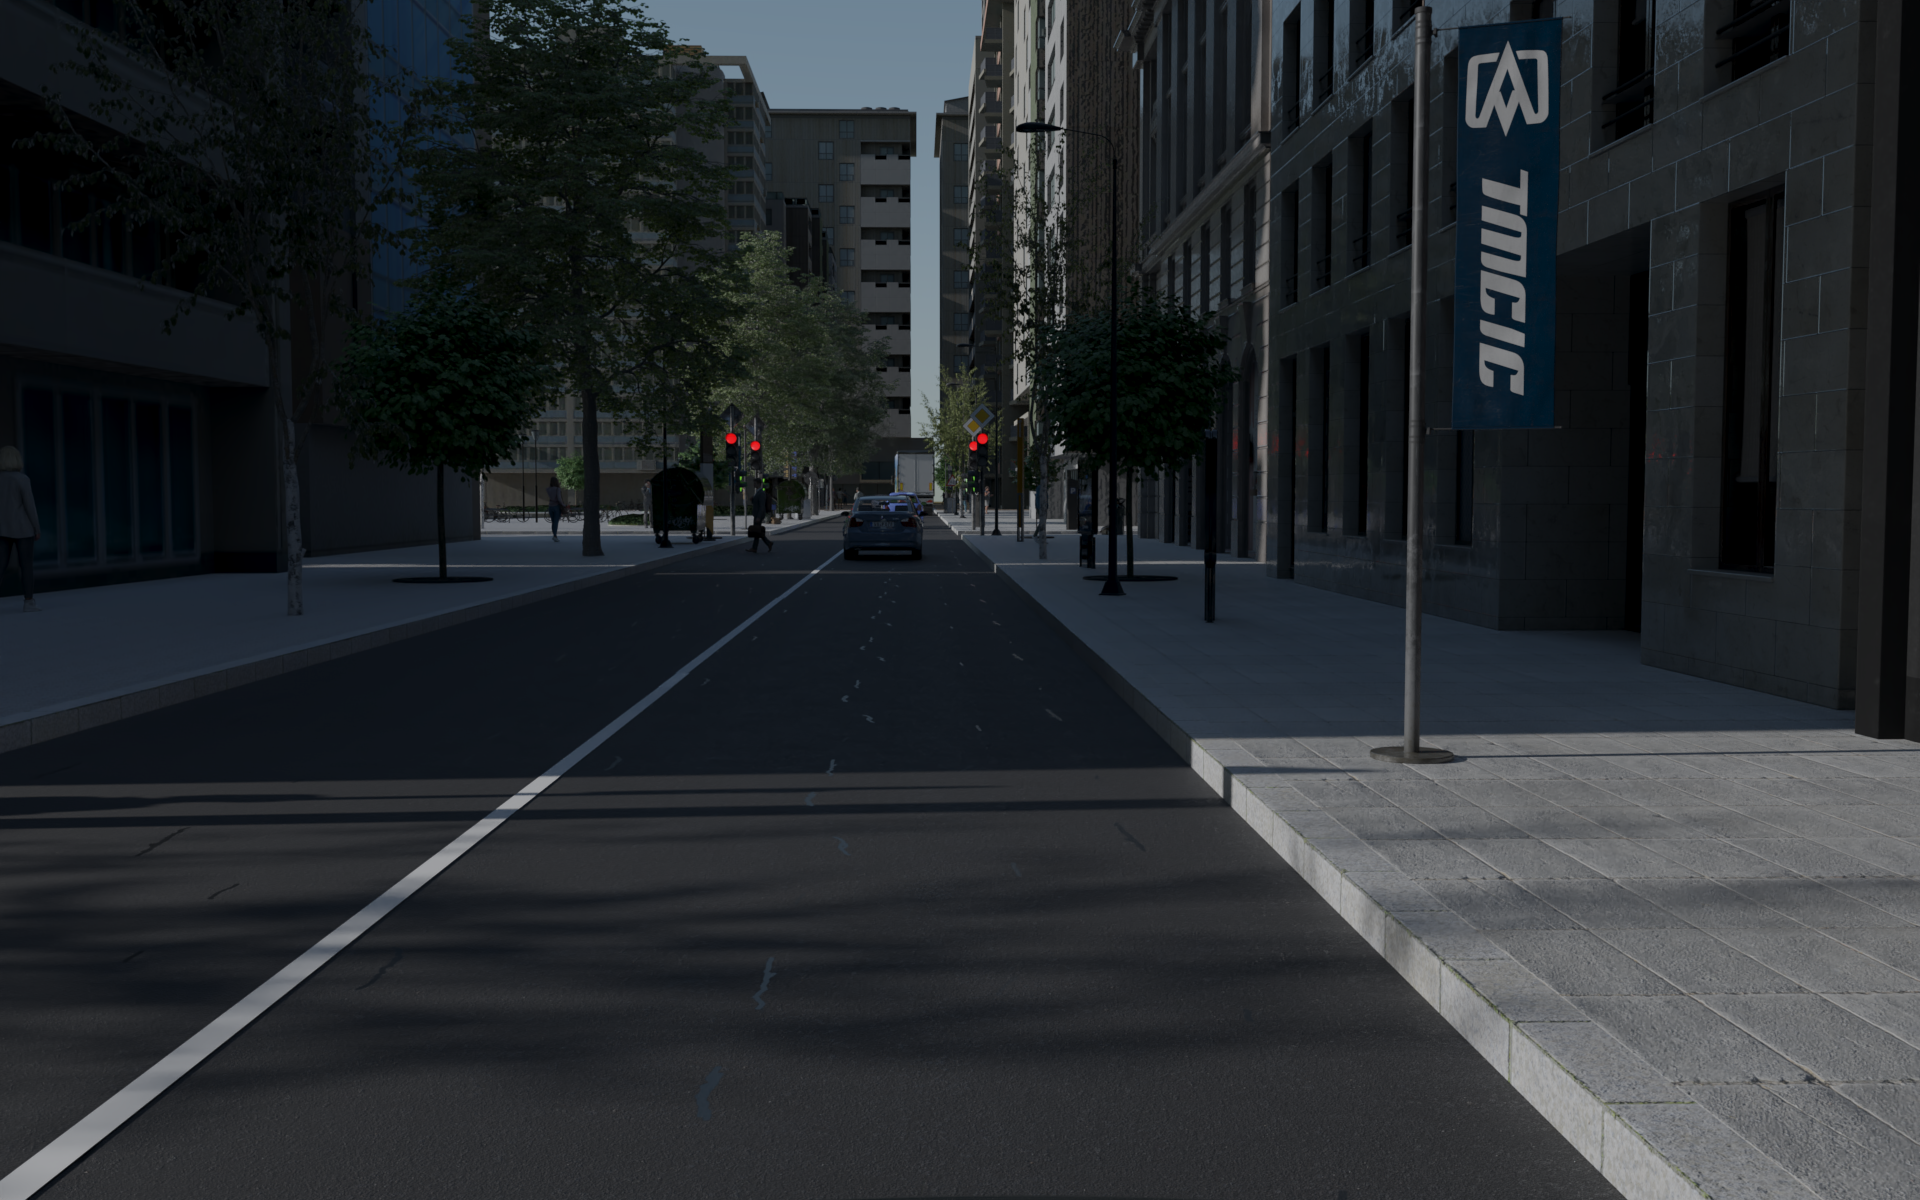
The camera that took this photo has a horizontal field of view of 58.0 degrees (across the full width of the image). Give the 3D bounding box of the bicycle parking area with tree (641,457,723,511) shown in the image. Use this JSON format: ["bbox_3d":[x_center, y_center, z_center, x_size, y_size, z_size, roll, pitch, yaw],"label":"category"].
[{"bbox_3d":[-21.821,-8.812,131.075,9.016,4.147,8.231,1,4,17],"label":"bicycle parking area with tree"}]

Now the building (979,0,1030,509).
[{"bbox_3d":[12.932,-30.445,152.408,22.147,44.769,28.867,0,4,-1],"label":"building"}]

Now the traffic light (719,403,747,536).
[{"bbox_3d":[-6.991,-3.941,53.354,0.839,4.253,0.868,0,4,-1],"label":"traffic light"}]

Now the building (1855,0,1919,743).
[{"bbox_3d":[11.139,-10.468,0.830,12.332,23.373,15.834,0,4,-1],"label":"building"}]

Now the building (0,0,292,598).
[{"bbox_3d":[-21.446,-24.033,16.639,21.300,48.544,21.600,0,4,-1],"label":"building"}]

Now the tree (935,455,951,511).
[{"bbox_3d":[-0.537,-9.059,131.828,4.285,4.588,4.351,0,3,0],"label":"tree"}]

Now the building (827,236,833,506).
[{"bbox_3d":[-21.117,-25.118,182.378,14.160,30.474,14.107,0,4,-1],"label":"building"}]

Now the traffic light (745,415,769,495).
[{"bbox_3d":[-7.192,-4.429,61.337,0.839,4.253,0.868,0,4,-1],"label":"traffic light"}]

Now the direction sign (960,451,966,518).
[{"bbox_3d":[0.159,-6.126,92.162,0.379,3.537,0.876,0,4,5],"label":"direction sign"}]

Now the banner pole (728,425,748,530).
[{"bbox_3d":[-7.969,-4.436,62.544,0.863,3.779,0.401,1,4,9],"label":"banner pole"}]

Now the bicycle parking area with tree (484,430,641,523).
[{"bbox_3d":[-19.740,-5.691,80.056,9.016,4.147,8.231,0,4,-7],"label":"bicycle parking area with tree"}]

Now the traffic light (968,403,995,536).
[{"bbox_3d":[0.668,-3.954,53.563,0.839,4.253,0.868,0,4,-1],"label":"traffic light"}]

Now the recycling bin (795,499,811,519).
[{"bbox_3d":[-8.122,-4.710,89.561,0.722,1.027,0.722,-1,4,-13],"label":"recycling bin"}]

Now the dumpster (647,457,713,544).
[{"bbox_3d":[-7.288,-2.604,45.061,1.502,2.255,1.985,0,4,-2],"label":"dumpster"}]

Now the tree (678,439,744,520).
[{"bbox_3d":[-12.275,-6.280,86.393,4.285,4.588,4.351,0,3,0],"label":"tree"}]

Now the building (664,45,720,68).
[{"bbox_3d":[-45.194,-42.132,230.860,28.212,58.520,21.231,0,4,-1],"label":"building"}]

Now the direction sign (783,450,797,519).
[{"bbox_3d":[-8.653,-5.890,88.299,0.876,3.537,0.379,2,4,34],"label":"direction sign"}]

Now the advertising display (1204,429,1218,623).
[{"bbox_3d":[2.551,-0.760,17.643,0.123,1.923,0.974,0,4,8],"label":"advertising display"}]

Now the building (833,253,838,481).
[{"bbox_3d":[-21.473,-26.383,203.055,14.107,30.474,14.160,0,4,-1],"label":"building"}]

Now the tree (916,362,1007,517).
[{"bbox_3d":[-0.174,-8.894,95.771,4.737,8.622,4.395,0,3,0],"label":"tree"}]

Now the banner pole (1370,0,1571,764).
[{"bbox_3d":[2.409,-1.113,8.217,0.863,3.779,0.401,1,4,22],"label":"banner pole"}]

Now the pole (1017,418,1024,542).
[{"bbox_3d":[1.625,-3.218,46.465,0.158,3.312,0.155,0,3,0],"label":"pole"}]

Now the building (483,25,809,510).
[{"bbox_3d":[-29.405,-27.902,148.071,32.217,40.220,23.993,0,4,-1],"label":"building"}]

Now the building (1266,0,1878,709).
[{"bbox_3d":[10.184,-9.995,18.164,10.420,20.320,16.860,0,4,-1],"label":"building"}]

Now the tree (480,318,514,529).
[{"bbox_3d":[-17.952,-6.953,64.047,4.737,8.622,4.395,0,3,0],"label":"tree"}]

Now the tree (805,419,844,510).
[{"bbox_3d":[-10.884,-11.651,140.851,4.360,8.622,3.978,0,3,0],"label":"tree"}]

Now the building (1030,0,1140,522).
[{"bbox_3d":[10.699,-19.736,94.386,14.160,30.474,14.107,0,4,-1],"label":"building"}]

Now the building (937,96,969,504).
[{"bbox_3d":[10.323,-39.621,237.036,27.495,52.752,28.713,0,4,-1],"label":"building"}]

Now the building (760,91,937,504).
[{"bbox_3d":[-17.452,-39.545,235.791,27.495,52.752,28.713,0,4,-1],"label":"building"}]

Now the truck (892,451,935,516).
[{"bbox_3d":[-3.153,-7.873,117.632,2.839,4.237,11.283,0,4,-3],"label":"truck"}]

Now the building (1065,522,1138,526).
[{"bbox_3d":[10.871,-18.335,71.475,14.107,30.474,14.160,0,4,-1],"label":"building"}]

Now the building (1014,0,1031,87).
[{"bbox_3d":[17.945,-32.624,122.645,28.713,52.752,27.495,0,4,-1],"label":"building"}]

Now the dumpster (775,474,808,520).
[{"bbox_3d":[-8.352,-5.087,85.666,1.502,2.255,1.985,0,4,-1],"label":"dumpster"}]

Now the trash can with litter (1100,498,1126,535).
[{"bbox_3d":[4.744,-2.624,54.291,0.624,1.170,1.055,-2,4,-30],"label":"trash can with litter"}]

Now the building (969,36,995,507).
[{"bbox_3d":[11.846,-33.869,177.460,21.300,48.544,21.600,0,4,-1],"label":"building"}]

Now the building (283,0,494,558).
[{"bbox_3d":[-19.961,-23.875,40.462,14.200,45.320,14.600,0,4,-1],"label":"building"}]

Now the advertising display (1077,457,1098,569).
[{"bbox_3d":[2.218,-1.522,30.099,0.123,1.923,0.974,-1,4,-11],"label":"advertising display"}]

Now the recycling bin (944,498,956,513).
[{"bbox_3d":[-0.629,-6.319,115.867,0.722,1.027,0.722,-1,4,-19],"label":"recycling bin"}]

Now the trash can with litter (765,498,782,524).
[{"bbox_3d":[-7.898,-3.806,73.614,0.624,1.170,1.055,-3,4,-36],"label":"trash can with litter"}]

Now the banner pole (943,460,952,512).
[{"bbox_3d":[-0.856,-8.303,125.775,0.863,3.779,0.401,-3,5,-41],"label":"banner pole"}]

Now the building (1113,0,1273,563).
[{"bbox_3d":[11.338,-12.035,38.571,13.314,21.916,24.055,0,4,-1],"label":"building"}]

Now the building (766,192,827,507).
[{"bbox_3d":[-20.643,-24.215,167.610,14.160,30.474,14.107,0,4,-1],"label":"building"}]

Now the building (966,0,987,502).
[{"bbox_3d":[10.816,-46.459,197.862,20.563,71.187,20.611,0,4,-1],"label":"building"}]

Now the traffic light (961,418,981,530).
[{"bbox_3d":[0.466,-4.442,61.545,0.839,4.253,0.868,0,4,-1],"label":"traffic light"}]
